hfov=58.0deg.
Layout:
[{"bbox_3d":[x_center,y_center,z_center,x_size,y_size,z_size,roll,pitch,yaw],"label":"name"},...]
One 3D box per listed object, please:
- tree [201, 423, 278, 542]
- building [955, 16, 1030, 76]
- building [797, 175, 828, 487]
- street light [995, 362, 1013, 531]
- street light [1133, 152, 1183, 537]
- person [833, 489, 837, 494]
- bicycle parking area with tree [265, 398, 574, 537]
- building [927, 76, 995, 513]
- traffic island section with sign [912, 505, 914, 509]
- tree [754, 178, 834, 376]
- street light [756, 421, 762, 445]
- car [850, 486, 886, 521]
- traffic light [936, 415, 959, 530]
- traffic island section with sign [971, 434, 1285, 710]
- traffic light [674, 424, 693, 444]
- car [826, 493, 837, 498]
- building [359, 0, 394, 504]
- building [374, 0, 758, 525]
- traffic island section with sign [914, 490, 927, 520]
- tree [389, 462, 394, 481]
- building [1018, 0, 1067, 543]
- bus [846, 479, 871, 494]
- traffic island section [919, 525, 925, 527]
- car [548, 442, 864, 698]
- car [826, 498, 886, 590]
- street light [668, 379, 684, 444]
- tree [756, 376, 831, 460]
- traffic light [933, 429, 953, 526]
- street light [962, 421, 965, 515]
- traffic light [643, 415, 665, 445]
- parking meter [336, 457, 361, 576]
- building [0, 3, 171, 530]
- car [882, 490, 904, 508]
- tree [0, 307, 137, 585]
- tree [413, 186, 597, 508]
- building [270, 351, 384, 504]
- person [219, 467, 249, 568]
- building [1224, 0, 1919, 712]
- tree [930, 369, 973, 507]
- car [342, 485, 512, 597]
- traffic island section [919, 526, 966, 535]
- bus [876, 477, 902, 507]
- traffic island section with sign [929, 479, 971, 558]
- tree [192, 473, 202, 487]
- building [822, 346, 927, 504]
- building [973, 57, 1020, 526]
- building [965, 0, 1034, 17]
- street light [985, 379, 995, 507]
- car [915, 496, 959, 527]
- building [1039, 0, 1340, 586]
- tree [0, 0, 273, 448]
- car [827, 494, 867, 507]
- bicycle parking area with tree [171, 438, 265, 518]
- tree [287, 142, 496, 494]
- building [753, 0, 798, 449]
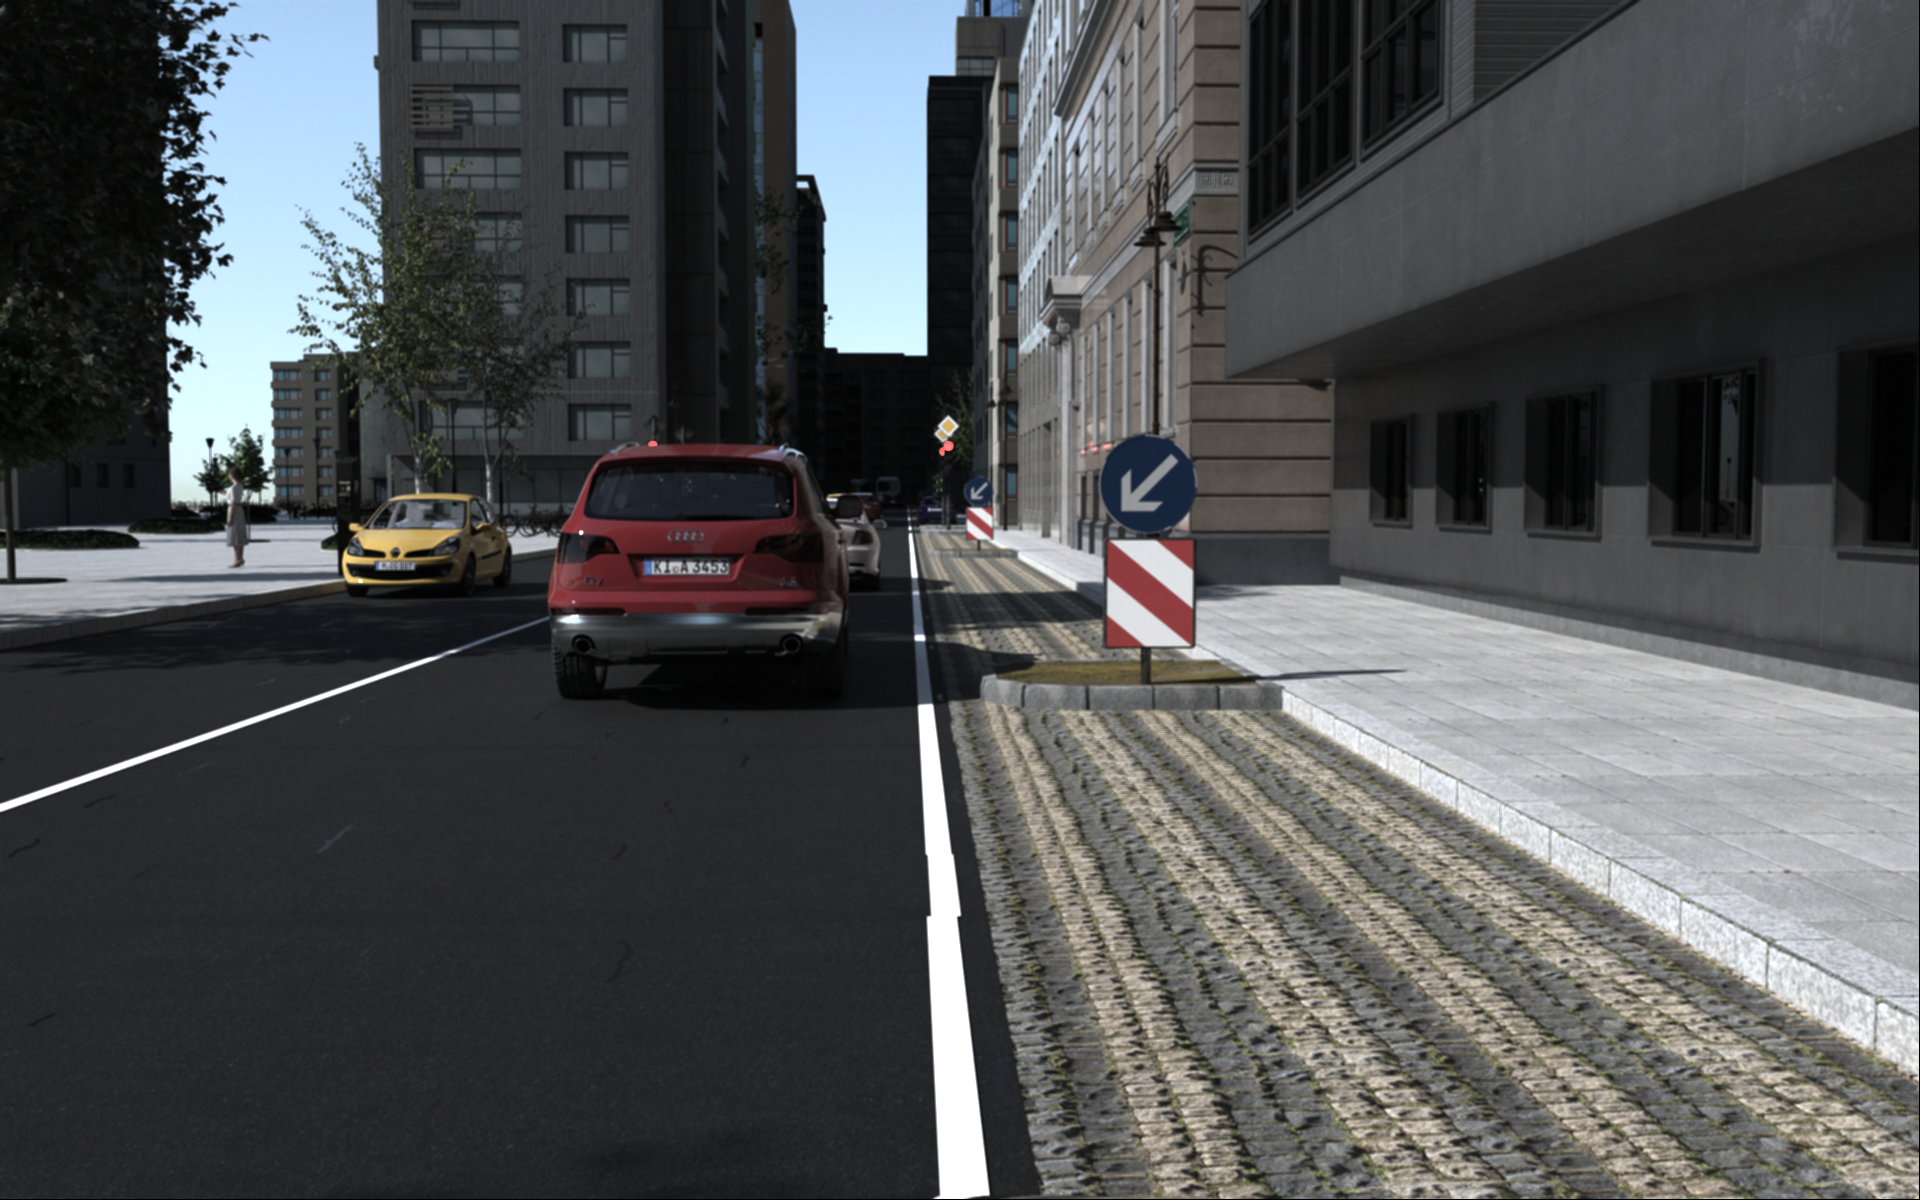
[{"bbox_3d":[-18.968,-3.168,46.396,1.663,3.219,1.824,0,3,0],"label":"tree"},{"bbox_3d":[6.553,-28.693,152.732,14.154,41.232,14.086,0,4,-2],"label":"building"},{"bbox_3d":[-27.784,-31.269,203.136,23.993,40.220,32.217,0,4,-2],"label":"building"},{"bbox_3d":[1.594,-5.376,60.690,0.468,5.910,1.993,0,4,-2],"label":"street light"},{"bbox_3d":[2.710,-3.126,23.903,0.468,5.910,1.993,0,4,-2],"label":"street light"},{"bbox_3d":[-9.664,-7.589,132.931,0.444,1.785,0.601,-1,4,-12],"label":"person"},{"bbox_3d":[-15.371,-4.144,54.760,9.016,4.147,8.231,1,4,14],"label":"bicycle parking area with tree"},{"bbox_3d":[4.653,-21.517,123.500,14.160,30.474,14.107,0,4,-2],"label":"building"},{"bbox_3d":[-2.236,-6.937,122.051,1.989,1.847,2.006,0,4,-2],"label":"traffic island section with sign"},{"bbox_3d":[-13.451,-14.669,95.722,12.611,20.169,13.585,0,3,0],"label":"tree"},{"bbox_3d":[-12.578,-8.237,107.466,0.468,5.910,1.993,0,4,-2],"label":"street light"},{"bbox_3d":[-4.475,-4.290,79.179,2.155,1.783,4.494,0,4,-1],"label":"car"},{"bbox_3d":[-0.431,-4.444,61.585,0.839,4.253,0.868,0,4,-2],"label":"traffic light"},{"bbox_3d":[1.128,-0.227,12.342,1.989,1.847,2.006,0,4,-2],"label":"traffic island section with sign"},{"bbox_3d":[-11.031,-4.912,69.235,0.839,4.253,0.868,0,4,-2],"label":"traffic light"},{"bbox_3d":[-11.198,-8.908,154.681,2.155,1.783,4.494,0,4,-3],"label":"car"},{"bbox_3d":[-55.443,-54.676,206.618,31.000,86.520,22.319,0,4,-2],"label":"building"},{"bbox_3d":[-16.612,-24.007,76.111,14.154,41.232,14.086,0,4,-2],"label":"building"},{"bbox_3d":[-1.391,-5.238,94.269,1.989,1.847,2.006,0,4,-2],"label":"traffic island section with sign"},{"bbox_3d":[-39.673,-8.684,125.689,4.285,4.588,4.351,0,3,0],"label":"tree"},{"bbox_3d":[7.520,-12.121,52.926,10.420,20.320,16.860,0,4,-2],"label":"building"},{"bbox_3d":[-12.318,-13.215,210.926,2.948,3.499,13.247,0,4,-3],"label":"bus"},{"bbox_3d":[-0.635,-2.899,69.682,2.009,0.180,2.903,0,4,-2],"label":"traffic island section"},{"bbox_3d":[-1.907,-0.310,13.748,2.281,1.827,5.304,0,4,-3],"label":"car"},{"bbox_3d":[-2.194,-0.909,27.216,2.083,1.381,4.827,0,4,-3],"label":"car"},{"bbox_3d":[-11.469,-5.947,70.018,0.468,5.910,1.993,0,4,-2],"label":"street light"},{"bbox_3d":[-14.362,-12.345,136.250,8.767,10.594,7.601,-1,4,-15],"label":"tree"},{"bbox_3d":[-0.675,-4.932,69.566,0.839,4.253,0.868,0,4,-2],"label":"traffic light"},{"bbox_3d":[0.246,-8.241,107.528,0.468,5.910,1.993,0,4,-2],"label":"street light"},{"bbox_3d":[-10.787,-4.424,61.254,0.839,4.253,0.868,0,4,-2],"label":"traffic light"},{"bbox_3d":[-9.635,-1.321,27.303,0.255,1.863,0.399,0,4,1],"label":"parking meter"},{"bbox_3d":[-43.211,-18.390,72.386,14.107,30.474,14.160,0,4,-2],"label":"building"},{"bbox_3d":[-6.961,-10.468,179.828,2.281,1.827,5.304,0,4,-3],"label":"car"},{"bbox_3d":[-13.875,-2.529,25.065,4.285,4.588,4.351,0,3,0],"label":"tree"},{"bbox_3d":[-11.313,-5.629,42.403,4.360,8.622,3.978,0,3,0],"label":"tree"},{"bbox_3d":[-75.737,-24.156,239.990,28.899,21.520,27.650,0,4,-2],"label":"building"},{"bbox_3d":[-12.724,-1.445,30.241,0.524,1.755,0.480,0,4,-5],"label":"person"},{"bbox_3d":[11.006,-11.578,8.374,14.314,24.678,30.058,0,4,-2],"label":"building"},{"bbox_3d":[0.603,-9.239,101.415,4.737,8.622,4.395,0,3,0],"label":"tree"},{"bbox_3d":[-7.771,-0.930,25.433,2.015,1.641,3.980,0,4,-3],"label":"car"},{"bbox_3d":[-0.390,-2.411,61.700,2.009,0.180,2.903,0,4,-2],"label":"traffic island section"},{"bbox_3d":[-7.982,-12.218,194.621,2.948,3.499,13.247,0,4,-2],"label":"bus"},{"bbox_3d":[0.301,-1.891,39.550,1.989,1.847,2.006,0,4,-2],"label":"traffic island section with sign"},{"bbox_3d":[-35.026,-5.318,81.548,1.663,3.219,1.824,0,3,0],"label":"tree"},{"bbox_3d":[-18.957,-24.292,242.212,28.899,21.520,27.650,0,4,-2],"label":"building"},{"bbox_3d":[15.573,-14.555,83.020,28.899,21.520,27.650,0,4,-2],"label":"building"},{"bbox_3d":[9.502,-52.678,173.961,22.319,86.520,31.000,0,4,-2],"label":"building"},{"bbox_3d":[1.263,-5.941,69.922,0.468,5.910,1.993,0,4,-2],"label":"street light"},{"bbox_3d":[-0.996,-3.858,75.662,1.945,1.354,3.894,0,3,0],"label":"car"},{"bbox_3d":[9.064,-15.128,33.243,13.634,28.700,20.117,0,4,-2],"label":"building"},{"bbox_3d":[-10.802,-6.066,16.189,9.611,12.733,9.660,0,3,0],"label":"tree"},{"bbox_3d":[-4.792,-3.692,70.581,2.015,1.641,3.980,0,4,-2],"label":"car"},{"bbox_3d":[-35.911,-6.275,89.595,8.231,4.147,9.016,0,4,2],"label":"bicycle parking area with tree"},{"bbox_3d":[-11.481,-5.239,36.024,4.737,8.622,4.395,0,3,0],"label":"tree"},{"bbox_3d":[-21.572,-30.651,151.247,14.600,45.320,14.200,0,4,-2],"label":"building"}]
